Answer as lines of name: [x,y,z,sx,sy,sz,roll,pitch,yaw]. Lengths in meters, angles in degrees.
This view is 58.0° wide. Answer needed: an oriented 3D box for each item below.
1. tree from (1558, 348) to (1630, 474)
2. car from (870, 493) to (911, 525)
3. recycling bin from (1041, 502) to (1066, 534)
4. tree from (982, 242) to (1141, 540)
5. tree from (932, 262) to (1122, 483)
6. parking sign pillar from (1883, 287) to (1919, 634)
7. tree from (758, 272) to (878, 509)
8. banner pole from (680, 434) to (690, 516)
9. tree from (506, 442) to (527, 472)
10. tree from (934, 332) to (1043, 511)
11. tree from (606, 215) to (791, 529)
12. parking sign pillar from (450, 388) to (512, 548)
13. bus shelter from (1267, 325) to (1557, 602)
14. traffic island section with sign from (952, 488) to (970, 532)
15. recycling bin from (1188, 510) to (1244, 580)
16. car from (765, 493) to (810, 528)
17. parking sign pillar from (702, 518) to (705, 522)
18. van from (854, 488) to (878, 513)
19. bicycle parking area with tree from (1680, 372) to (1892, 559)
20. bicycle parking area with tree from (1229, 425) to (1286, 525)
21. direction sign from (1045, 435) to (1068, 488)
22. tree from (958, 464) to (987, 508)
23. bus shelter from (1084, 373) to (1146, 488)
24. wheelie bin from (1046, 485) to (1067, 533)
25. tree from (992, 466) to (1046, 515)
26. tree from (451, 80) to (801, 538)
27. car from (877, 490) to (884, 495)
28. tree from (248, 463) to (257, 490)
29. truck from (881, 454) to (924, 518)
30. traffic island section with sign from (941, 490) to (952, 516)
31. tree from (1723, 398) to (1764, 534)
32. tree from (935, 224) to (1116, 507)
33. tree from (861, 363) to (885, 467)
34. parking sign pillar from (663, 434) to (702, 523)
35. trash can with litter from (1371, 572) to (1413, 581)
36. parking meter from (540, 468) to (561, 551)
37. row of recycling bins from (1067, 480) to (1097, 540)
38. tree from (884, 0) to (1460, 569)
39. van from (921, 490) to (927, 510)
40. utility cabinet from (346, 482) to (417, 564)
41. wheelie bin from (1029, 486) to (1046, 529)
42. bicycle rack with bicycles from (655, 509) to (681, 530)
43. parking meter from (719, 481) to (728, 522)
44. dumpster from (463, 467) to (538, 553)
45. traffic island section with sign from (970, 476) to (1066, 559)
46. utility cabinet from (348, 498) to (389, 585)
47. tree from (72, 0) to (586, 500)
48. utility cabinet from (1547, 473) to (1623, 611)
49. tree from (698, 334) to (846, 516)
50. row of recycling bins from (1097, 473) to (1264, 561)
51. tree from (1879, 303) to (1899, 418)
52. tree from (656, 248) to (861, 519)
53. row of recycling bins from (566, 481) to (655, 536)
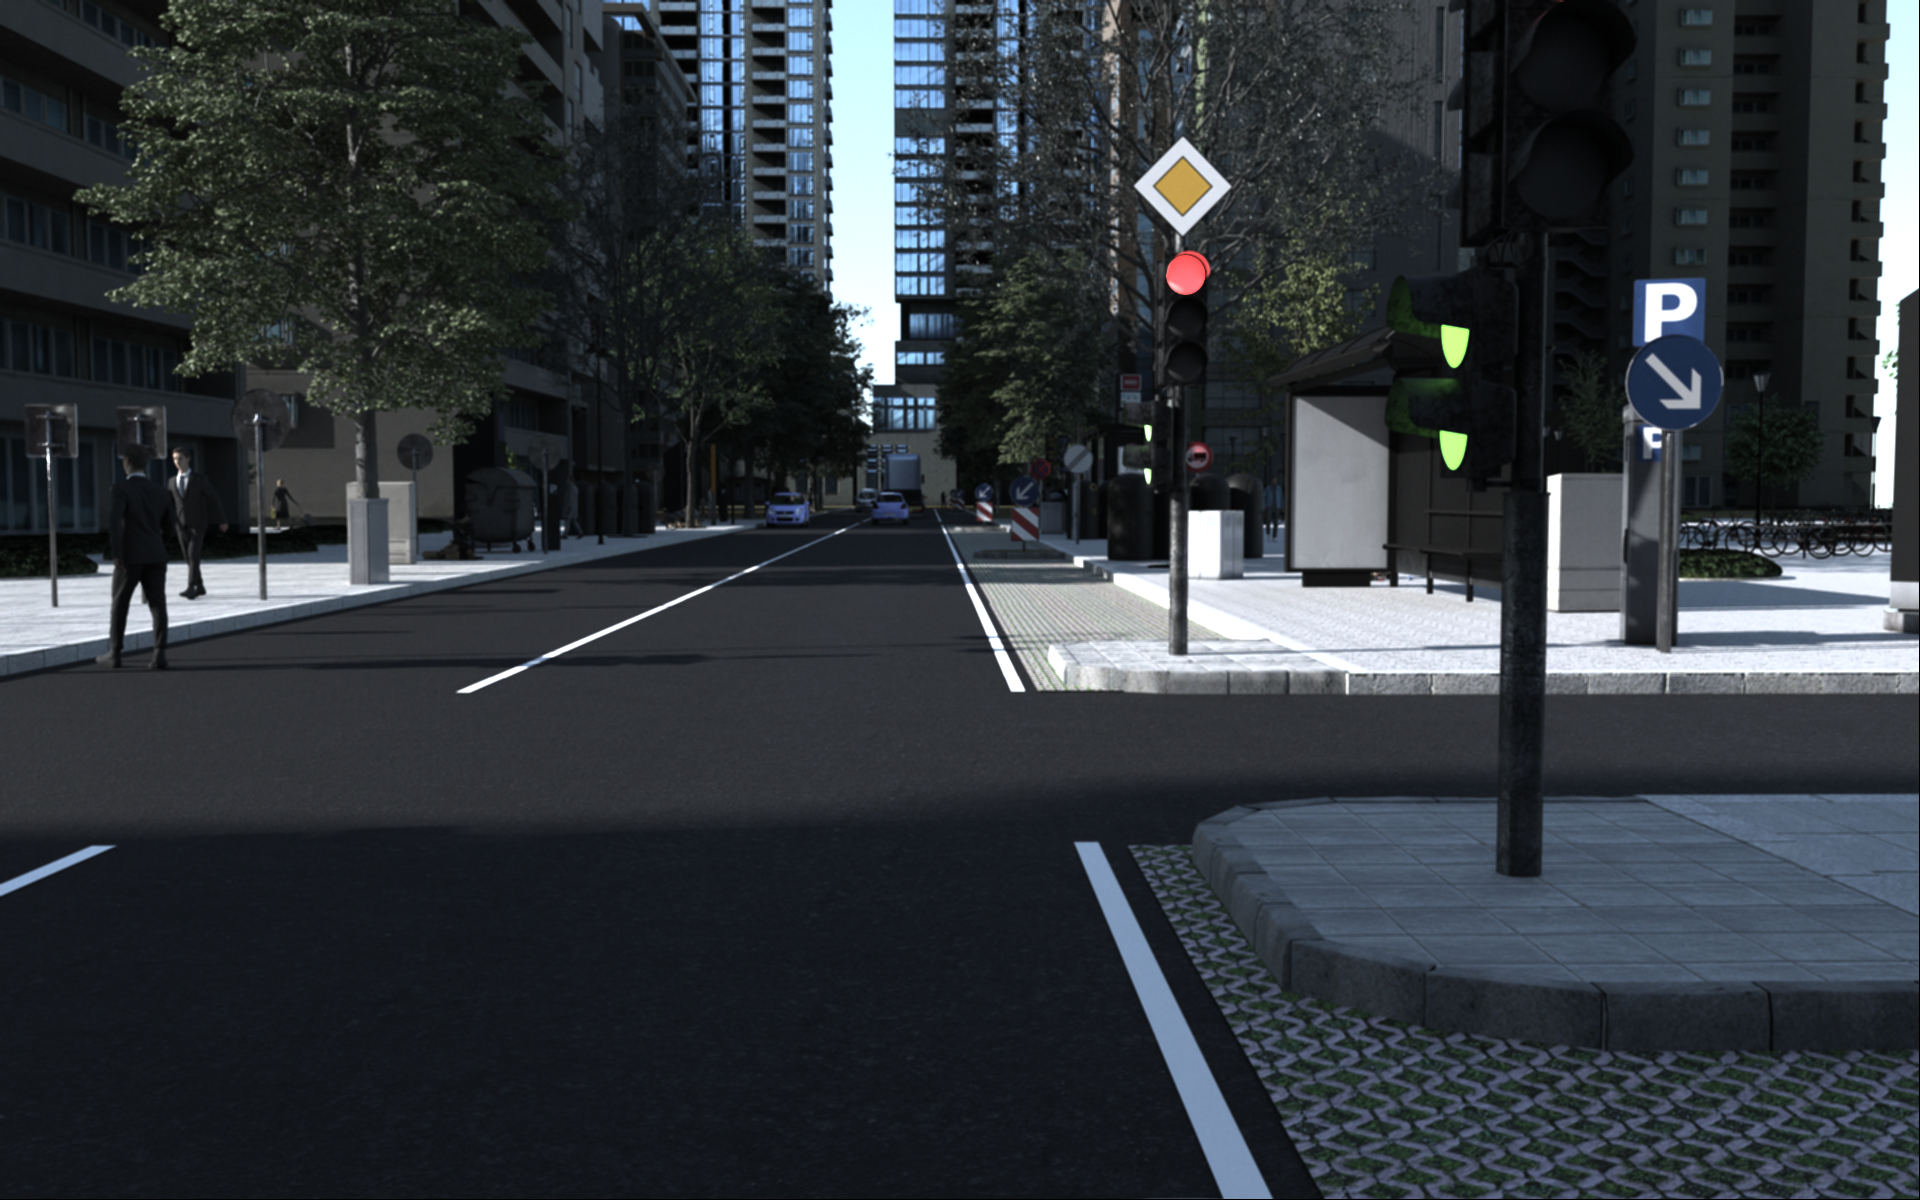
tree: [31.804,-8.356,86.987,4.737,8.622,4.395,0,3,0]
car: [-3.283,-4.427,81.973,1.945,1.707,3.694,0,4,-1]
recycling bin: [3.011,-2.650,55.882,0.722,1.027,0.722,1,4,13]
tree: [2.942,-5.968,47.937,4.360,8.622,3.978,0,3,0]
tree: [3.434,-10.134,82.699,9.611,12.733,9.660,0,3,0]
parking sign pillar: [9.437,-1.687,16.056,1.447,3.967,1.447,3,5,41]
tree: [-13.223,-18.044,150.905,12.611,20.169,13.585,0,3,0]
banner pole: [-11.430,-5.026,72.195,0.863,3.779,0.401,2,4,34]
tree: [-16.920,-4.263,64.299,1.663,3.219,1.824,0,3,0]
tree: [2.380,-13.736,131.241,9.857,13.997,8.962,0,3,0]
tree: [-9.932,-8.476,64.333,9.928,11.665,9.643,0,3,0]
parking sign pillar: [-11.513,-3.244,41.508,1.447,3.967,1.447,2,4,26]
bus shelter: [5.313,-1.675,21.314,2.014,3.302,5.546,0,4,-1]
traffic island section with sign: [0.798,-3.520,66.184,1.989,1.847,2.006,0,4,-1]
recycling bin: [3.828,-0.839,26.268,0.722,1.027,0.722,3,4,38]
car: [-7.465,-4.009,75.133,1.945,1.707,3.694,0,4,-1]
parking sign pillar: [-12.656,-5.644,80.759,1.447,3.967,1.447,1,4,21]
van: [-7.186,-7.808,134.666,2.013,2.044,4.112,0,4,0]
bicycle parking area with tree: [16.946,-3.184,39.063,8.231,4.147,9.016,-2,4,-32]
bicycle parking area with tree: [14.951,-5.326,74.082,8.231,4.147,9.016,-1,4,-18]
direction sign: [3.693,-4.540,66.220,0.876,3.537,0.379,-1,4,-10]
tree: [1.349,-10.962,162.939,4.285,4.588,4.351,0,3,0]
bus shelter: [5.039,-4.757,55.411,2.179,5.291,8.768,0,4,-1]
wheelie bin: [3.311,-3.034,57.510,0.693,1.594,0.980,0,4,5]
tree: [3.097,-8.813,94.462,4.737,8.622,4.395,0,3,0]
tree: [-9.693,-8.594,50.879,12.009,13.543,11.850,0,3,0]
car: [-7.832,-9.374,161.933,2.281,1.827,5.304,0,4,-3]
tree: [-24.052,-3.841,57.402,1.663,3.219,1.824,0,3,0]
truck: [-3.639,-7.342,109.796,2.967,4.110,18.799,0,4,-2]
traffic island section with sign: [-0.123,-6.562,115.918,1.989,1.847,2.006,0,4,-1]
tree: [26.033,-4.390,55.496,4.285,4.588,4.351,0,3,0]
tree: [2.730,-9.455,72.708,7.486,12.596,7.792,0,3,0]
tree: [-10.553,-13.408,125.875,9.857,13.997,8.962,0,3,0]
parking sign pillar: [-12.530,-5.423,77.139,1.447,3.967,1.447,0,4,8]
trash can with litter: [5.939,-0.915,26.019,1.678,1.210,2.233,2,4,25]
parking meter: [-9.332,-2.062,39.431,0.399,1.863,0.255,-3,5,-44]
row of recycling bins: [4.745,-2.599,49.610,3.534,1.692,1.069,-1,4,-18]
tree: [3.798,-7.307,29.839,12.009,13.543,11.850,0,3,0]
van: [-4.045,-9.334,159.623,2.013,2.044,4.112,0,4,-1]
utility cabinet: [-10.521,-1.396,31.504,1.173,1.500,0.318,0,4,5]
wheelie bin: [2.898,-3.420,63.831,0.693,1.594,0.980,-1,4,-9]
bicycle rack with bicycles: [-11.597,-2.932,61.324,2.925,0.926,2.852,0,4,7]
parking meter: [-10.904,-4.544,80.006,0.399,1.863,0.255,-1,4,-9]
dumpster: [-10.089,-1.972,38.006,1.264,1.857,1.865,0,4,-1]
traffic island section with sign: [1.302,-1.846,38.804,1.989,1.847,2.006,0,4,-1]
utility cabinet: [-8.504,-0.841,24.913,0.306,1.237,1.020,0,4,-3]
tree: [-9.792,-6.693,27.553,7.486,12.596,7.792,0,3,0]
utility cabinet: [6.995,-0.624,18.877,1.173,1.500,0.318,-1,4,-10]
tree: [-11.043,-10.084,99.278,8.767,10.594,7.601,-1,4,-23]
row of recycling bins: [4.526,-1.657,34.212,3.534,1.692,1.069,-2,4,-29]
tree: [13.800,-2.376,22.560,4.285,4.588,4.351,0,3,0]
tree: [-10.707,-11.124,88.526,9.857,13.997,8.962,0,3,0]
row of recycling bins: [-10.933,-2.902,54.557,1.069,1.692,3.534,2,4,33]
